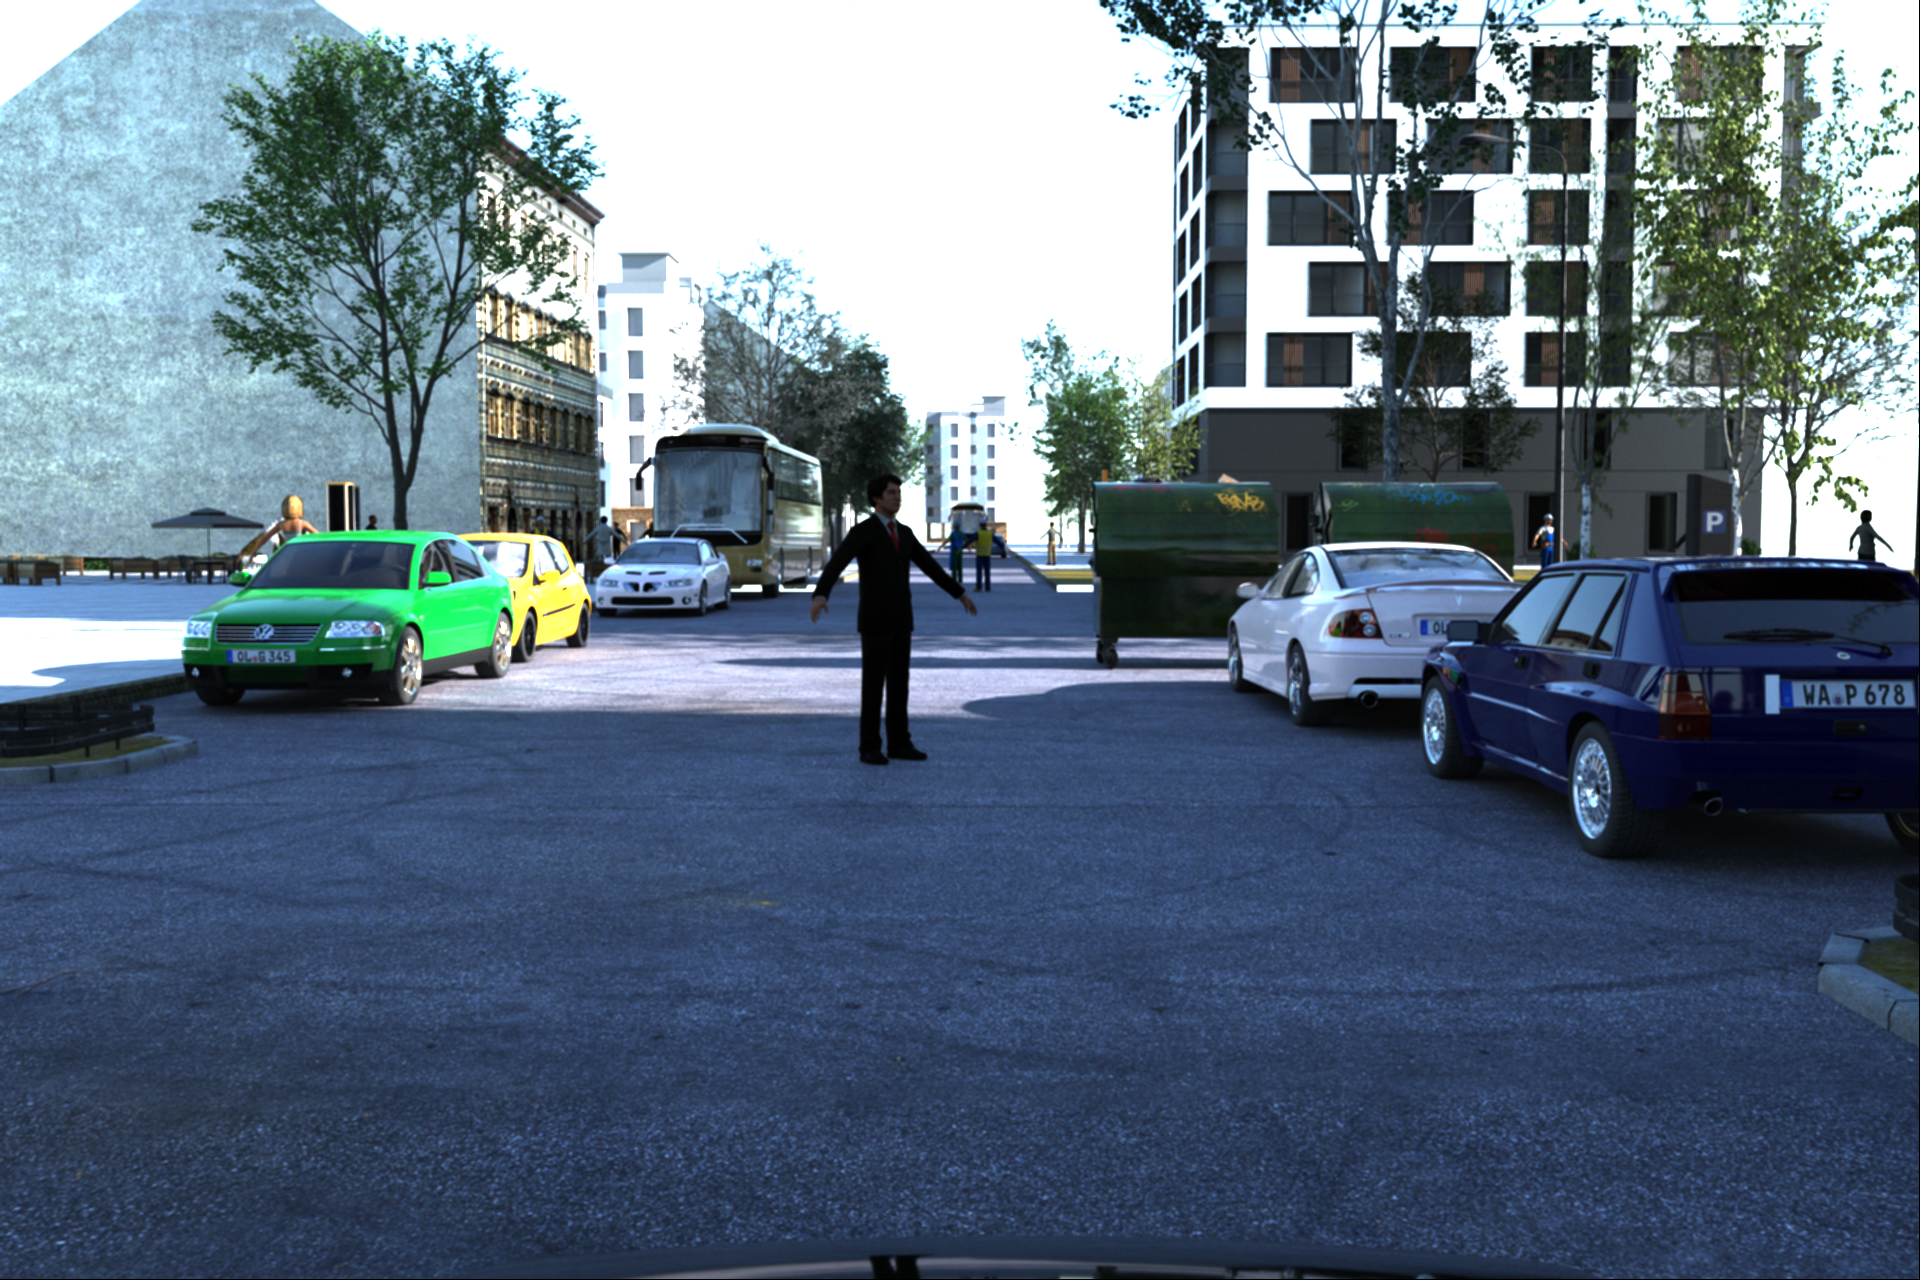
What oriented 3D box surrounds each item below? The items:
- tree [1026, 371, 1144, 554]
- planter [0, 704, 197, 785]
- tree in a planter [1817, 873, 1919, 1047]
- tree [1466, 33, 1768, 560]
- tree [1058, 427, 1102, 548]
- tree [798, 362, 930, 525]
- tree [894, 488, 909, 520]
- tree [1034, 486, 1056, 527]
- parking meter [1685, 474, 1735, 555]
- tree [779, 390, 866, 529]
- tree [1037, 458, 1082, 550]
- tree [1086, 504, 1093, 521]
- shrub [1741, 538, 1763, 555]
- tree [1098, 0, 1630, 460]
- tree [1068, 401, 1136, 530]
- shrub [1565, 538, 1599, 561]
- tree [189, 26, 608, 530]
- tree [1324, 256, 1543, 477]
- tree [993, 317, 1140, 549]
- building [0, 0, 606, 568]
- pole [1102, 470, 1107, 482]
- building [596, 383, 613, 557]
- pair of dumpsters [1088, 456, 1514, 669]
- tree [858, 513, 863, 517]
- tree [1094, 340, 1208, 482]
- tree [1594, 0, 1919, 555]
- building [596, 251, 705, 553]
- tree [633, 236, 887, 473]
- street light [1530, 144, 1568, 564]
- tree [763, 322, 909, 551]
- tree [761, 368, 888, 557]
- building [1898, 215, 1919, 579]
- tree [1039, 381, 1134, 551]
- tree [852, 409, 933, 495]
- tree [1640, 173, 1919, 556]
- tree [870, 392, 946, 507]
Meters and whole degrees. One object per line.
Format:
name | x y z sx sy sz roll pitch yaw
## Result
tree | 7.887 -11.269 110.009 9.928 11.665 9.643 0 3 0
planter | -5.960 0.633 10.787 1.991 0.319 1.994 0 4 1
tree in a planter | 3.673 -0.471 4.928 1.991 3.239 1.994 0 4 1
tree | 9.391 -4.657 26.506 4.360 8.622 3.978 0 3 0
tree | 8.294 -10.357 119.701 4.360 8.622 3.978 0 3 0
tree | -7.207 -12.814 119.872 12.009 13.543 11.850 0 3 0
tree | -8.399 -17.345 233.947 4.360 8.622 3.978 0 3 0
tree | 12.670 -17.342 233.900 4.360 8.622 3.978 0 3 0
parking meter | 7.307 -0.684 16.900 0.399 1.863 0.255 0 4 1
tree | -7.610 -8.474 88.912 4.360 8.622 3.978 0 3 0
tree | 8.641 -11.418 137.045 4.360 8.622 3.978 0 3 0
tree | 18.913 -17.324 233.604 4.360 8.622 3.978 0 3 0
shrub | 25.765 -2.786 56.668 1.383 1.207 1.383 0 3 0
tree | 8.264 -11.120 37.709 12.611 20.169 13.585 0 3 0
tree | 7.680 -8.936 96.473 4.360 8.622 3.978 0 3 0
shrub | 19.849 -2.704 55.321 1.383 1.207 1.383 0 3 0
tree | -11.175 -6.670 34.804 9.928 11.665 9.643 0 3 0
tree | 15.925 -7.602 58.701 7.601 10.594 8.767 0 4 5
tree | 9.229 -17.934 149.113 12.611 20.169 13.585 0 3 0
building | -26.759 -14.831 73.415 19.493 23.208 18.063 0 4 2
pole | 4.591 -3.742 55.026 0.158 3.312 0.155 0 3 0
building | -24.614 -9.679 100.397 9.099 9.664 28.070 0 4 1
pair of dumpsters | 3.608 -0.847 18.794 4.436 2.255 1.574 0 4 1
tree | -17.359 -20.262 237.936 9.857 13.997 8.962 0 3 0
tree | 7.276 -7.116 66.701 4.737 8.622 4.395 0 3 0
tree | 9.731 -4.330 21.160 4.737 8.622 4.395 0 3 0
building | -24.350 -15.954 117.262 16.016 20.090 11.380 0 4 1
tree | -7.893 -9.808 70.731 12.009 13.543 11.850 0 3 0
street light | 7.575 -2.919 20.264 1.470 5.913 1.316 0 4 1
tree | -7.517 -12.199 106.114 9.857 13.997 8.962 0 3 0
tree | -7.364 -9.884 96.013 7.601 10.594 8.767 1 4 16
building | 30.292 -15.422 31.742 16.754 29.471 25.880 0 4 1
tree | 9.273 -12.832 127.922 7.486 12.596 7.792 0 3 0
tree | -6.259 -12.957 137.601 9.928 11.665 9.643 0 3 0
tree | 28.939 -9.142 59.848 12.009 13.543 11.850 0 3 0
tree | -6.521 -14.649 149.873 12.009 13.543 11.850 0 3 0
